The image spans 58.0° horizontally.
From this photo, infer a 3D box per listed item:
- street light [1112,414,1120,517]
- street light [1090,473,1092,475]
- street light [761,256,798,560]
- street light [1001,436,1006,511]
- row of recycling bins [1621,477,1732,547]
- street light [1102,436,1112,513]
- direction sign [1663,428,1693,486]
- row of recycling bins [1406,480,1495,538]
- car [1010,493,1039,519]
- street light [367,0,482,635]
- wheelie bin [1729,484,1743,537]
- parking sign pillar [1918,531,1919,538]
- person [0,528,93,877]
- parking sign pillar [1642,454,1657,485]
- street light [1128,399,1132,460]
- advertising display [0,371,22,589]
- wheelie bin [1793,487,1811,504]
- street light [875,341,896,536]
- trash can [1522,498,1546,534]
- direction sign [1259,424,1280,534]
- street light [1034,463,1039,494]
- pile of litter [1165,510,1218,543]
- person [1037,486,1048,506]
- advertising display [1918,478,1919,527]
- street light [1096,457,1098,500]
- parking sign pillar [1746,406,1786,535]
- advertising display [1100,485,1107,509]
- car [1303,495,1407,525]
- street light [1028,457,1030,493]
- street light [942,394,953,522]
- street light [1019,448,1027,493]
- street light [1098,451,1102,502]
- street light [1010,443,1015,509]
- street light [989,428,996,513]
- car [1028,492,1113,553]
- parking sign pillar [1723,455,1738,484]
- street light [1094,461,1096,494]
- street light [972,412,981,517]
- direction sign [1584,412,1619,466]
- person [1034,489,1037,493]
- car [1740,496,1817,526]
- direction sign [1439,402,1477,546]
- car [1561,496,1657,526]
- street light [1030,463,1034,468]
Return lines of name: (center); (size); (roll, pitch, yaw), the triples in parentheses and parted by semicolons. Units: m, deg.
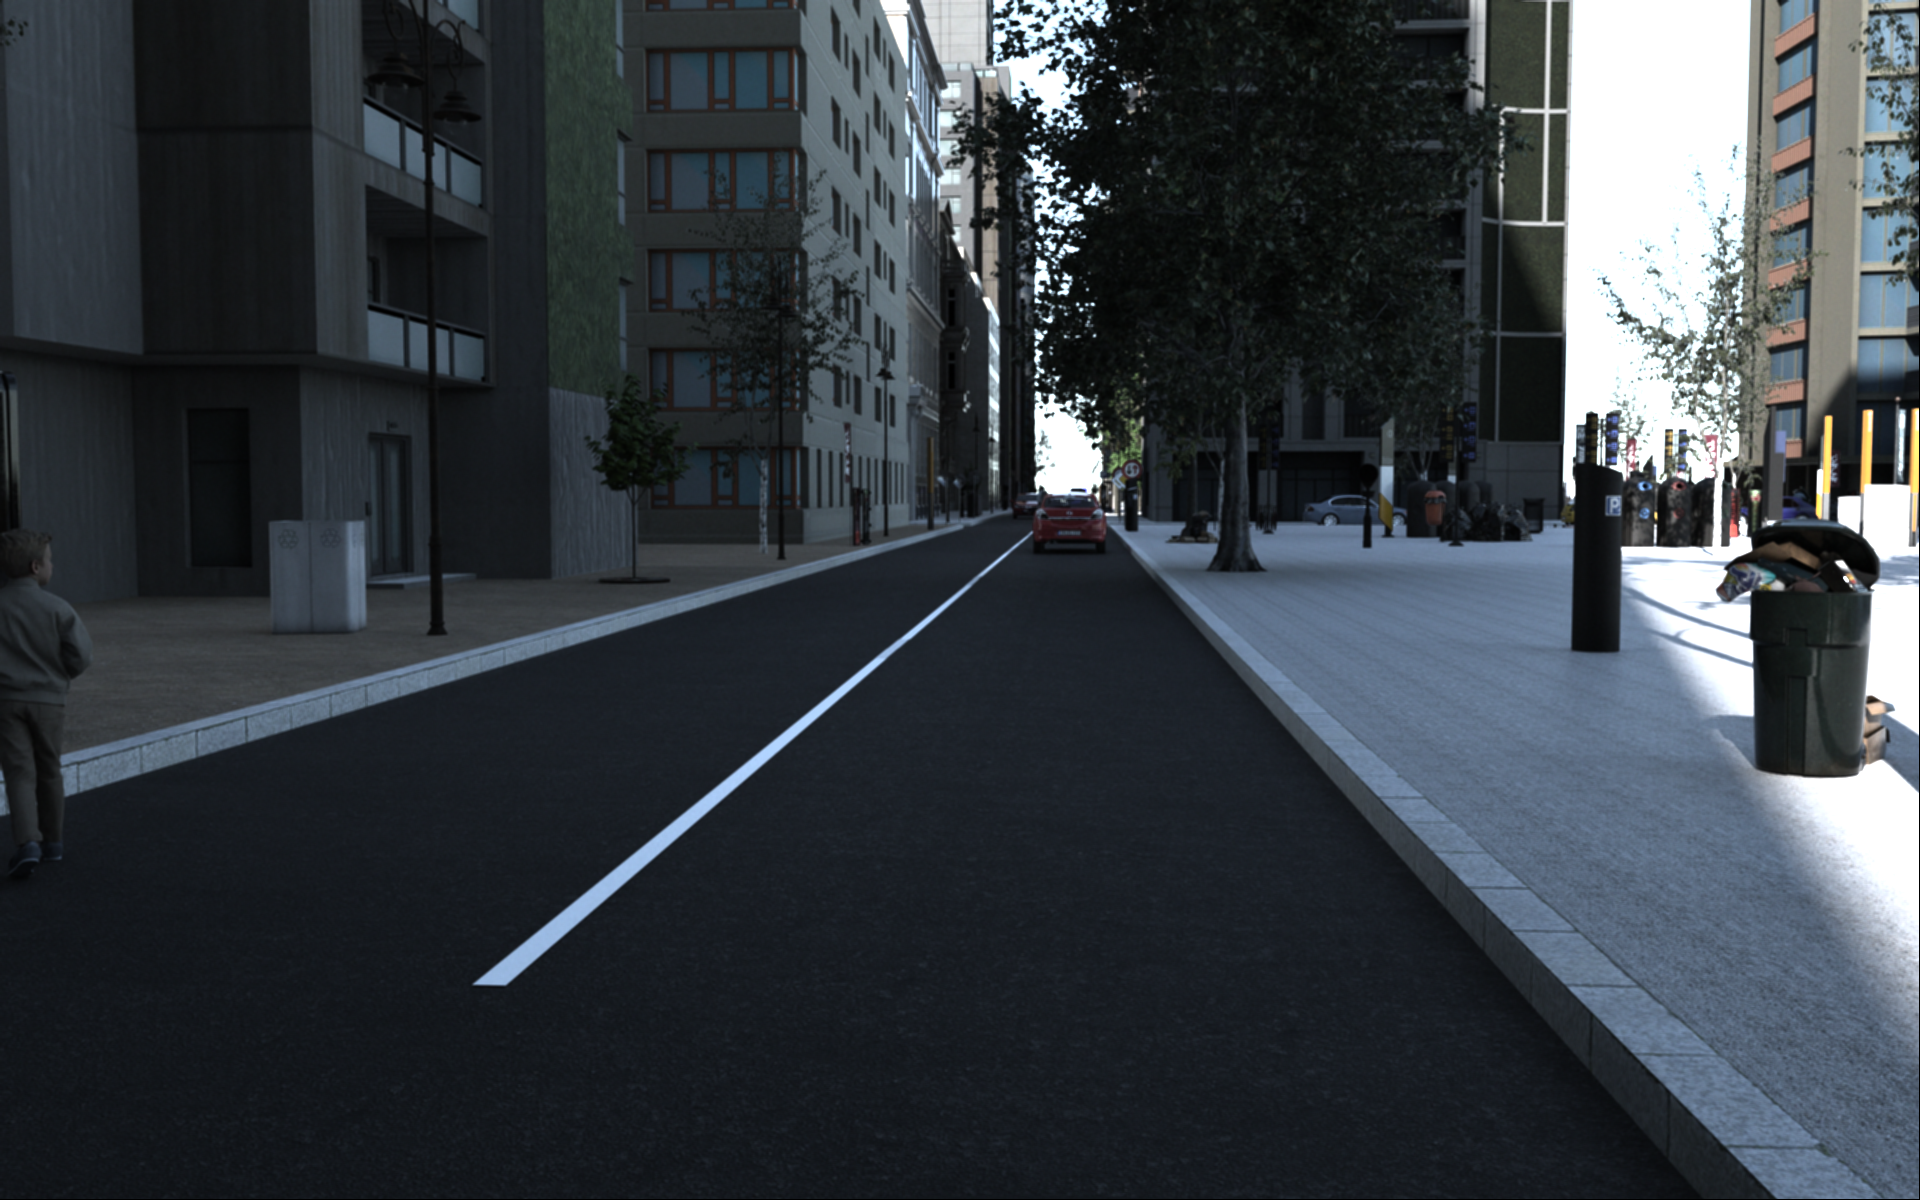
street light: (8.982, -7.638, 97.669); (0.468, 5.910, 1.993); (0, 4, 4)
street light: (18.591, -16.292, 239.157); (0.468, 5.910, 1.993); (0, 4, 4)
street light: (-3.502, -3.732, 33.804); (0.468, 5.910, 1.993); (0, 4, 4)
street light: (3.347, -9.876, 134.259); (0.468, 5.910, 1.993); (0, 4, 4)
row of recycling bins: (16.850, -2.132, 41.979); (3.534, 1.692, 1.069); (0, 4, -3)
street light: (11.529, -9.901, 134.663); (0.468, 5.910, 1.993); (0, 4, 4)
direction sign: (24.669, -4.146, 59.779); (0.876, 3.537, 0.379); (-1, 4, -12)
row of recycling bins: (14.801, -2.743, 51.969); (3.534, 1.692, 1.069); (-2, 4, -35)
car: (4.008, -5.672, 101.785); (2.155, 1.783, 4.494); (0, 4, 2)
street light: (-4.767, -2.619, 15.615); (0.468, 5.910, 1.993); (0, 4, 4)
wheelie bin: (23.095, -2.697, 52.011); (0.693, 1.594, 0.980); (1, 4, 16)
parking sign pillar: (28.962, -3.809, 50.741); (1.447, 3.967, 1.447); (-1, 4, -16)
person: (-3.561, 0.378, 6.588); (0.475, 1.303, 0.640); (-2, 4, -31)
parking sign pillar: (46.773, -7.893, 117.518); (1.447, 3.967, 1.447); (0, 4, -4)
street light: (7.748, -6.525, 79.479); (0.468, 5.910, 1.993); (0, 4, 4)
advertising display: (-5.329, -0.252, 9.330); (0.974, 1.923, 0.123); (3, 4, 38)
wheelie bin: (37.059, -4.183, 76.303); (0.693, 1.594, 0.980); (1, 4, 20)
street light: (-2.249, -4.880, 52.568); (0.468, 5.910, 1.993); (0, 4, 4)
trash can: (18.710, -2.743, 56.497); (0.748, 1.137, 0.748); (0, 3, 0)
direction sign: (9.987, -3.915, 56.013); (0.379, 3.537, 0.876); (-3, 4, -37)
street light: (9.816, -15.688, 229.283); (0.468, 5.910, 1.993); (0, 4, 4)
pile of litter: (6.244, -1.925, 45.440); (1.719, 0.858, 1.176); (3, 5, 45)
person: (4.169, -4.759, 86.415); (0.679, 1.850, 0.850); (0, 4, -4)
advertising display: (37.886, -3.864, 68.396); (0.123, 1.923, 0.974); (2, 4, 32)
street light: (14.163, -12.274, 173.474); (0.468, 5.910, 1.993); (0, 4, 4)
parking sign pillar: (25.189, -3.986, 53.638); (1.447, 3.967, 1.447); (1, 4, 17)
advertising display: (10.447, -7.400, 126.203); (0.123, 1.923, 0.974); (2, 4, 28)
car: (16.629, -3.694, 72.391); (4.499, 1.417, 2.014); (0, 4, 3)
street light: (7.250, -13.408, 192.005); (0.468, 5.910, 1.993); (0, 4, 4)
street light: (-0.548, -6.497, 79.019); (0.468, 5.910, 1.993); (0, 4, 4)
street light: (6.162, -12.295, 173.804); (0.468, 5.910, 1.993); (0, 4, 4)
street light: (12.866, -11.148, 155.065); (0.468, 5.910, 1.993); (0, 4, 4)
street light: (4.729, -11.169, 155.394); (0.468, 5.910, 1.993); (0, 4, 4)
street light: (2.141, -8.763, 116.067); (0.468, 5.910, 1.993); (0, 4, 4)
car: (2.753, -2.099, 43.353); (2.155, 1.783, 4.494); (0, 4, 4)
parking sign pillar: (48.038, -7.270, 107.338); (1.447, 3.967, 1.447); (-3, 5, -40)
street light: (15.421, -13.423, 192.247); (0.468, 5.910, 1.993); (0, 4, 4)
street light: (0.928, -7.641, 97.726); (0.468, 5.910, 1.993); (0, 4, 4)
direction sign: (17.842, -3.439, 48.227); (0.876, 3.537, 0.379); (1, 4, 13)
person: (5.083, -6.681, 118.087); (0.721, 1.781, 0.623); (0, 4, -8)
car: (33.314, -3.629, 71.907); (3.894, 1.354, 1.945); (0, 4, 5)
direction sign: (12.271, -3.103, 42.729); (0.876, 3.537, 0.379); (0, 4, 5)
car: (27.039, -3.766, 71.800); (3.980, 1.641, 2.015); (0, 4, 4)
street light: (8.497, -14.576, 211.099); (0.468, 5.910, 1.993); (0, 4, 4)
